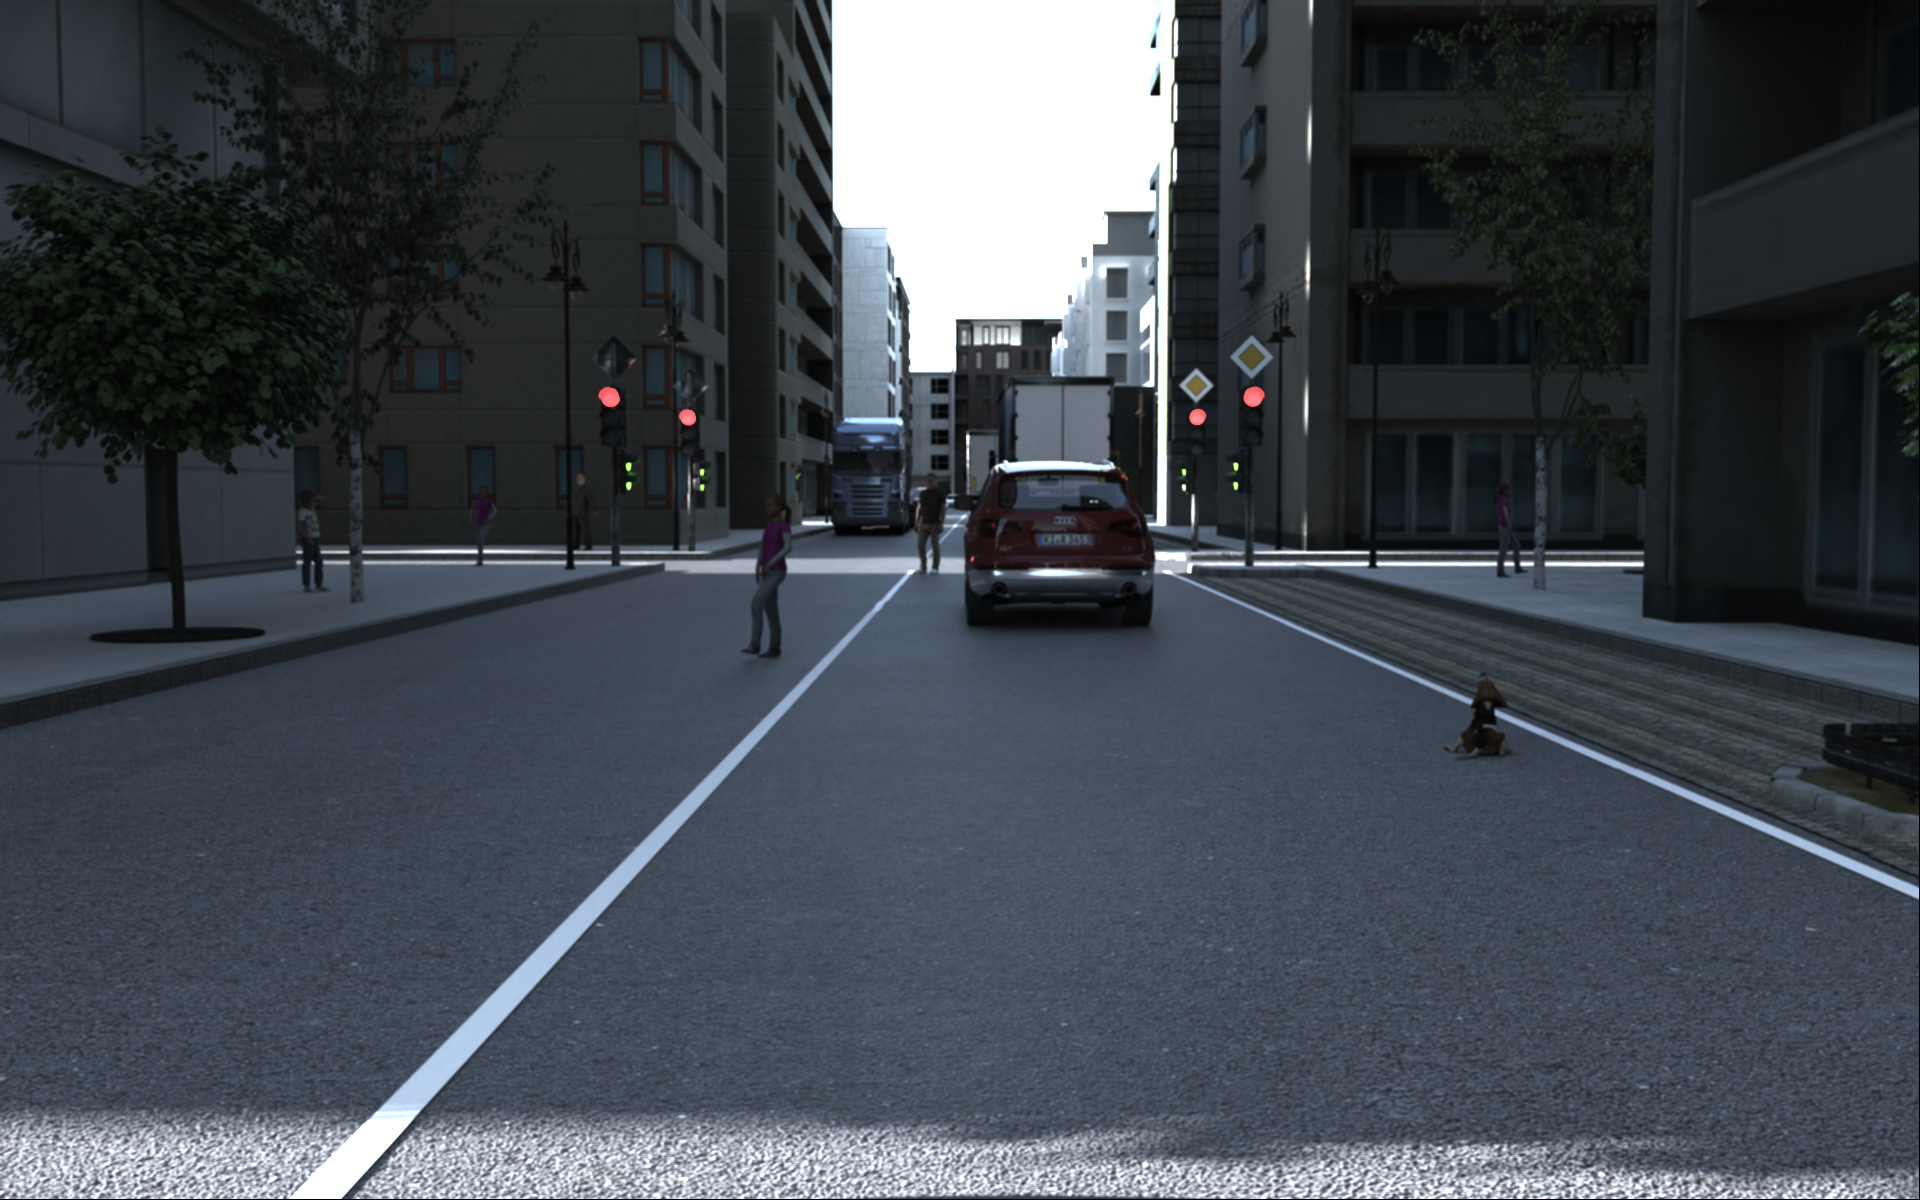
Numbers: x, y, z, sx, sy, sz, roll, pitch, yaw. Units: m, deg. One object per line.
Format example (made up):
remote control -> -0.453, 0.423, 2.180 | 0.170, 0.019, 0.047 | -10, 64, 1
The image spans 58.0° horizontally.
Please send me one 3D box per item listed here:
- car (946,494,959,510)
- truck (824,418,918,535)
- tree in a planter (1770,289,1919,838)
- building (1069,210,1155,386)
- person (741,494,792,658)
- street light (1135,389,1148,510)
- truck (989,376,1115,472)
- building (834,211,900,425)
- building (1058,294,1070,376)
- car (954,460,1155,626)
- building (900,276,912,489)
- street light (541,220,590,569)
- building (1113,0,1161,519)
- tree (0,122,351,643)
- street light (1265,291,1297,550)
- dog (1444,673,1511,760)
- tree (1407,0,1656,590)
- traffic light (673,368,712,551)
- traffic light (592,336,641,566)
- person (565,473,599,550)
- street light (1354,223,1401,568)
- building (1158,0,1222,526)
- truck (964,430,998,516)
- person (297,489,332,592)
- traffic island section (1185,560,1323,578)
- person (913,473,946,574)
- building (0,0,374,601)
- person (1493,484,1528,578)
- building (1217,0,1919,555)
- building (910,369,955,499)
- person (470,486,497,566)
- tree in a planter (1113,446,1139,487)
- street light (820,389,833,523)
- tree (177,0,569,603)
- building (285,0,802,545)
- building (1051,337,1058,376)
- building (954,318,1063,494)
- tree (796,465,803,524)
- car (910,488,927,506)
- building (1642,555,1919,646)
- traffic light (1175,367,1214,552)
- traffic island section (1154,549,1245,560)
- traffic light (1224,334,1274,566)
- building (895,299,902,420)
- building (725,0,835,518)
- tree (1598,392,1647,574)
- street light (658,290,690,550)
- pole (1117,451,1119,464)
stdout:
car -> -0.496, -9.089, 160.612 | 2.014, 1.417, 4.499 | 0, 4, 1
truck -> -3.113, -4.735, 67.176 | 2.967, 4.110, 18.799 | 0, 4, 0
tree in a planter -> 4.822, -0.641, 7.701 | 1.991, 3.239, 1.994 | 0, 4, 1
building -> 16.175, -16.202, 121.318 | 16.016, 20.091, 11.380 | 0, 4, 1
person -> -1.732, -0.197, 14.963 | 0.776, 1.434, 0.726 | -3, 4, -39
street light -> 7.946, -6.320, 76.124 | 0.468, 5.910, 1.993 | 0, 4, 1
truck -> 2.348, -3.536, 46.732 | 2.839, 4.237, 11.283 | 0, 4, -1
building -> -19.528, -17.530, 130.594 | 27.936, 21.610, 32.646 | 0, 4, 1
building -> 16.650, -17.621, 144.522 | 16.016, 20.091, 11.380 | 0, 4, 1
car -> 1.069, -0.717, 20.402 | 2.281, 1.827, 5.304 | 0, 4, 0
building -> -21.677, -20.366, 176.956 | 32.646, 21.610, 27.936 | 0, 4, 1
street light -> -6.646, -3.460, 29.362 | 0.468, 5.910, 1.993 | 0, 4, 1
building -> 19.352, -47.920, 96.159 | 22.319, 86.520, 31.000 | 0, 4, 1
tree -> -7.059, -1.947, 15.540 | 4.285, 4.588, 4.351 | 0, 3, 0
street light -> 7.307, -4.085, 39.570 | 0.468, 5.910, 1.993 | 0, 4, 1
dog -> 2.855, 0.642, 9.696 | 0.748, 0.427, 0.550 | -2, 4, -31
tree -> 7.930, -4.429, 22.777 | 4.737, 8.622, 4.395 | 0, 3, 0
traffic light -> -6.008, -3.049, 38.765 | 0.839, 4.253, 0.868 | 0, 4, 1
traffic light -> -6.124, -2.560, 30.781 | 0.839, 4.253, 0.868 | 0, 4, 1
person -> -8.692, -2.023, 39.678 | 0.990, 1.755, 0.434 | 2, 4, 34
street light -> 7.165, -3.492, 29.886 | 0.468, 5.910, 1.993 | 0, 4, 1
building -> 15.576, -23.945, 75.093 | 14.154, 41.232, 14.086 | 0, 4, 1
truck -> 1.576, -5.658, 81.428 | 2.839, 4.237, 11.283 | 0, 4, 0
person -> -8.454, -0.778, 22.667 | 0.340, 1.345, 0.435 | 0, 4, -5
traffic island section -> 5.156, -0.518, 30.746 | 2.009, 0.180, 2.903 | 0, 4, 1
person -> -0.558, -1.377, 31.135 | 0.598, 1.807, 0.434 | 3, 5, 39
building -> -23.764, -26.173, 17.162 | 27.495, 52.752, 28.713 | 0, 4, 1
person -> 8.553, -1.067, 26.718 | 0.776, 1.435, 0.726 | 0, 4, 5
building -> 18.408, -25.939, 47.799 | 21.600, 48.544, 21.300 | 0, 4, 1
building -> -16.329, -20.750, 205.719 | 31.486, 18.905, 16.747 | 0, 4, 1
person -> -8.523, -1.311, 30.712 | 0.726, 1.434, 0.776 | 1, 4, 11
tree in a planter -> 5.628, -4.041, 63.297 | 1.991, 3.239, 1.994 | 0, 4, 1
street light -> -5.888, -6.338, 76.417 | 0.468, 5.910, 1.993 | 0, 4, 1
tree -> -6.957, -4.284, 20.409 | 4.360, 8.622, 3.978 | 0, 3, 0
building -> -20.612, -12.978, 57.223 | 27.650, 21.520, 28.899 | 0, 4, 1
building -> 17.719, -20.029, 183.886 | 16.016, 20.091, 11.380 | 0, 4, 1
building -> 15.829, -22.492, 211.725 | 32.646, 21.610, 27.936 | 0, 4, 1
tree -> -7.152, -4.822, 73.444 | 1.663, 3.219, 1.824 | 0, 3, 0
car -> -2.312, -5.932, 105.663 | 2.281, 1.827, 5.304 | 0, 4, 2
building -> 17.631, -23.382, 5.996 | 21.300, 48.544, 21.600 | 0, 4, 1
traffic light -> 5.233, -3.040, 38.617 | 0.839, 4.253, 0.868 | 0, 4, 1
traffic island section -> 5.272, -1.006, 38.731 | 2.009, 0.180, 2.903 | 0, 4, 1
traffic light -> 5.116, -2.551, 30.633 | 0.839, 4.253, 0.868 | 0, 4, 1
building -> -13.108, -18.110, 152.521 | 16.016, 20.091, 11.380 | 0, 4, 1
building -> -18.124, -28.504, 89.746 | 21.300, 48.544, 21.600 | 0, 4, 1
tree -> 11.307, -2.048, 28.090 | 1.663, 3.219, 1.824 | 0, 3, 0
street light -> -6.478, -4.072, 39.373 | 0.468, 5.910, 1.993 | 0, 4, 1
pole -> 7.425, -5.383, 81.858 | 0.158, 3.312, 0.155 | 0, 3, 0
